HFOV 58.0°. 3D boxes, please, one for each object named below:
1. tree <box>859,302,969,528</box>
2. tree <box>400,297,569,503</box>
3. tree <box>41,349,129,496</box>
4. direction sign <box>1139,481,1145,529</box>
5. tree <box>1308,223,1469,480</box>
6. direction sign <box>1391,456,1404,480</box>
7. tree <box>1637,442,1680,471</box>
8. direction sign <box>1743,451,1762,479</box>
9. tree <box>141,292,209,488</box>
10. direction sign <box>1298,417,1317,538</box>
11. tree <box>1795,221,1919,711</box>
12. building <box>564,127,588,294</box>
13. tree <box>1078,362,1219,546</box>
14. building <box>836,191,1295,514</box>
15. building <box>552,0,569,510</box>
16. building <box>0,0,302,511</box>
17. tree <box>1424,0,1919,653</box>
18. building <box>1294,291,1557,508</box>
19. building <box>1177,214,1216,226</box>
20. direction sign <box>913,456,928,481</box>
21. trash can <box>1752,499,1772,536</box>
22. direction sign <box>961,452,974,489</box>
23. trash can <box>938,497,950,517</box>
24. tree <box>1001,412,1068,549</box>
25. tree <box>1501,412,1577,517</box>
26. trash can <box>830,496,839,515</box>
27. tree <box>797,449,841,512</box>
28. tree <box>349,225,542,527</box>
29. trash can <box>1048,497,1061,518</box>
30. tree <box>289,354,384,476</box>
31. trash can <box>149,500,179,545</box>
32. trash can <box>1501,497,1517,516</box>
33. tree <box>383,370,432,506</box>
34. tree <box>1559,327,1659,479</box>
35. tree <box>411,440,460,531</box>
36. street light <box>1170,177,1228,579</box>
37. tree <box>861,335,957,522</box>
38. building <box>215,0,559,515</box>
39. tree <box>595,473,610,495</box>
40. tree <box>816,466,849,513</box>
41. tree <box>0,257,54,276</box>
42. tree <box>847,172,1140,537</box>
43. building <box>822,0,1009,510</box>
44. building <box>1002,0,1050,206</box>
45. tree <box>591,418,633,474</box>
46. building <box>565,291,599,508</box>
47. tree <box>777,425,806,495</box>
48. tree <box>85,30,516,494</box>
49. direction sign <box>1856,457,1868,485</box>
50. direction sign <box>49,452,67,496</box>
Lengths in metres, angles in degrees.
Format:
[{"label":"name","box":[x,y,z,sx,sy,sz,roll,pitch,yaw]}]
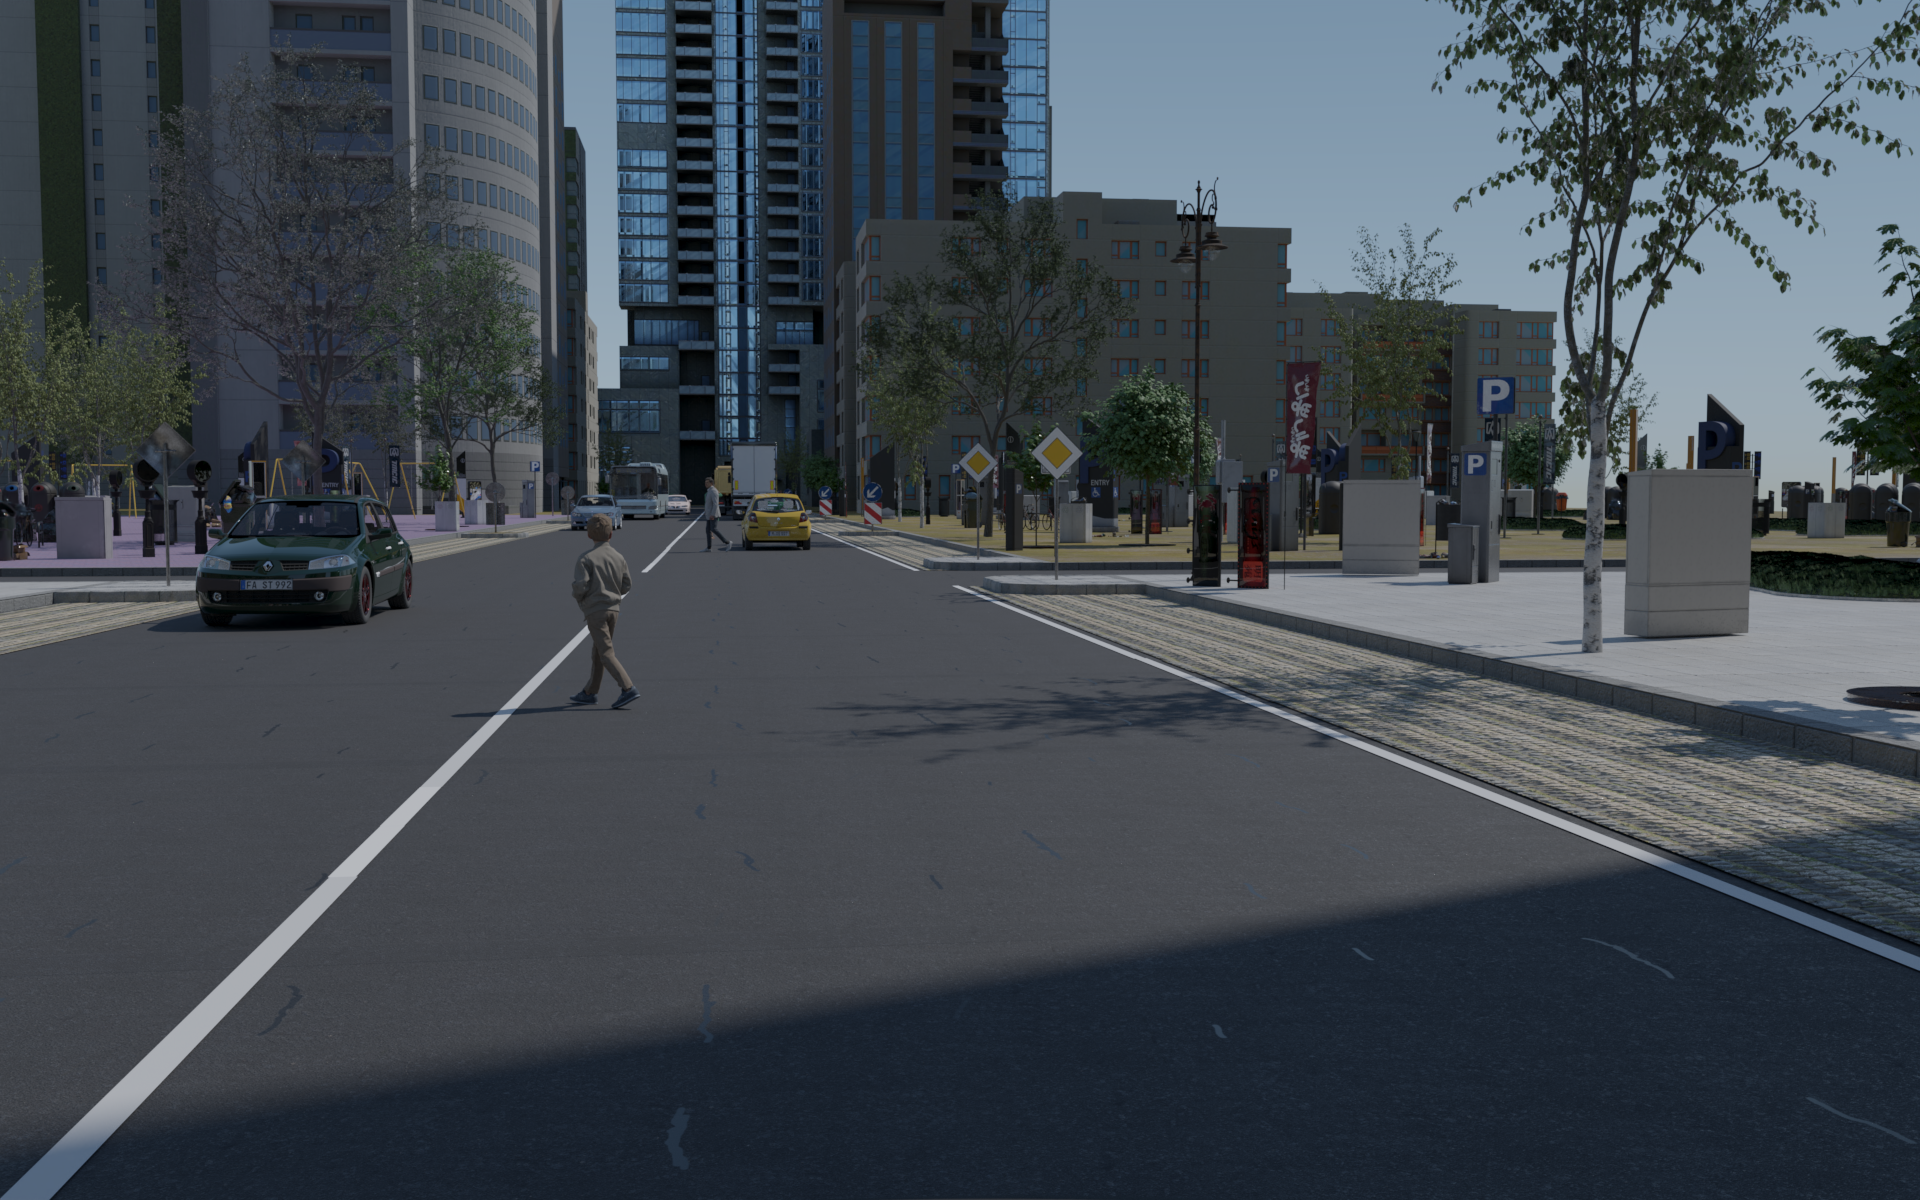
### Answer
[{"label":"tree","box":[-1.677,-7.026,65.246,4.737,8.622,4.395,0,3,0]},{"label":"tree","box":[-20.580,-8.634,75.573,7.601,10.594,8.767,0,4,-4]},{"label":"tree","box":[-43.548,-8.339,86.705,4.360,8.622,3.978,0,3,0]},{"label":"direction sign","box":[6.705,-4.427,64.373,0.876,3.537,0.379,3,5,45]},{"label":"tree","box":[11.602,-5.870,46.339,4.737,8.622,4.395,0,3,0]},{"label":"direction sign","box":[25.792,-6.738,102.158,0.379,3.537,0.876,-3,4,-37]},{"label":"tree","box":[26.163,-4.296,64.843,1.663,3.219,1.824,0,3,0]},{"label":"direction sign","box":[41.788,-6.080,91.403,0.876,3.537,0.379,0,4,8]},{"label":"tree","box":[-29.179,-6.840,62.192,4.737,8.622,4.395,0,3,0]},{"label":"direction sign","box":[10.063,-3.610,51.014,0.876,3.537,0.379,1,4,20]},{"label":"tree","box":[6.024,-0.982,10.654,1.663,3.219,1.824,0,3,0]},{"label":"building","box":[-49.430,-31.288,195.161,14.086,41.232,14.154,0,4,-8]},{"label":"tree","box":[4.724,-3.626,43.005,4.285,4.588,4.351,0,3,0]},{"label":"building","box":[5.849,-17.132,125.151,27.650,21.520,28.899,0,4,-8]},{"label":"building","box":[-39.584,-29.975,140.194,14.600,45.320,14.200,0,4,-8]},{"label":"building","box":[-79.616,-37.895,161.575,28.212,58.520,21.231,0,4,-8]},{"label":"tree","box":[5.373,-3.882,13.841,4.360,8.622,3.978,0,3,0]},{"label":"building","box":[40.207,-20.227,175.758,28.899,21.520,27.650,0,4,-8]},{"label":"building","box":[17.913,-24.959,179.788,14.107,30.474,14.160,0,4,-8]},{"label":"direction sign","box":[-2.350,-6.792,103.045,0.876,3.537,0.379,-1,4,-17]},{"label":"trash can","box":[24.636,-2.554,53.407,0.748,1.137,0.748,0,3,0]},{"label":"direction sign","box":[0.408,-6.164,92.779,0.876,3.537,0.379,-3,5,-41]},{"label":"trash can","box":[-0.894,-5.261,97.667,0.748,1.137,0.748,0,3,0]},{"label":"tree","box":[1.766,-2.848,41.168,1.663,3.219,1.824,0,3,0]},{"label":"tree","box":[23.152,-5.268,69.840,4.285,4.588,4.351,0,3,0]},{"label":"trash can","box":[-7.624,-5.774,106.052,0.748,1.137,0.748,0,3,0]},{"label":"tree","box":[-10.247,-8.721,126.303,4.285,4.588,4.351,0,3,0]},{"label":"tree","box":[-19.911,-8.651,67.194,9.928,11.665,9.643,0,3,0]},{"label":"trash can","box":[5.002,-4.896,91.704,0.748,1.137,0.748,0,3,0]},{"label":"tree","box":[-33.215,-8.568,90.449,4.360,8.622,3.978,0,3,0]},{"label":"trash can","box":[-19.977,-1.946,43.463,0.748,1.137,0.748,0,3,0]},{"label":"trash can","box":[25.214,-4.154,79.570,0.748,1.137,0.748,0,3,0]},{"label":"tree","box":[-32.309,-9.027,97.953,4.360,8.622,3.978,0,3,0]},{"label":"tree","box":[28.212,-7.682,75.962,4.737,8.622,4.395,0,3,0]},{"label":"tree","box":[-18.342,-4.080,61.306,1.663,3.219,1.824,0,3,0]},{"label":"street light","box":[3.517,-3.235,25.677,0.468,5.910,1.993,0,4,-8]},{"label":"tree","box":[-2.559,-7.903,79.570,4.360,8.622,3.978,0,3,0]},{"label":"building","box":[-39.747,-35.228,117.983,21.231,58.520,28.212,0,4,-8]},{"label":"tree","box":[-32.004,-9.838,155.452,1.663,3.219,1.824,0,3,0]},{"label":"tree","box":[-8.537,-7.472,116.774,1.663,3.219,1.824,0,3,0]},{"label":"tree","box":[-28.840,-6.306,53.471,4.737,8.622,4.395,0,3,0]},{"label":"tree","box":[0.843,-7.142,51.183,8.767,10.594,7.601,0,4,-4]},{"label":"building","box":[-4.109,-30.255,144.772,14.600,45.320,14.200,0,4,-8]},{"label":"building","box":[-3.025,-52.220,166.470,22.319,86.520,31.000,0,4,-8]},{"label":"tree","box":[-32.832,-13.084,164.287,4.737,8.622,4.395,0,3,0]},{"label":"building","box":[-49.982,-19.515,164.113,28.899,21.520,27.650,0,4,-8]},{"label":"tree","box":[-17.777,-14.340,184.828,4.737,8.622,4.395,0,3,0]},{"label":"tree","box":[-17.175,-8.297,46.020,12.009,13.543,11.850,0,3,0]},{"label":"direction sign","box":[38.304,-4.962,73.124,0.876,3.537,0.379,3,4,38]},{"label":"direction sign","box":[-48.082,-6.139,92.375,0.876,3.537,0.379,-1,4,-11]}]
